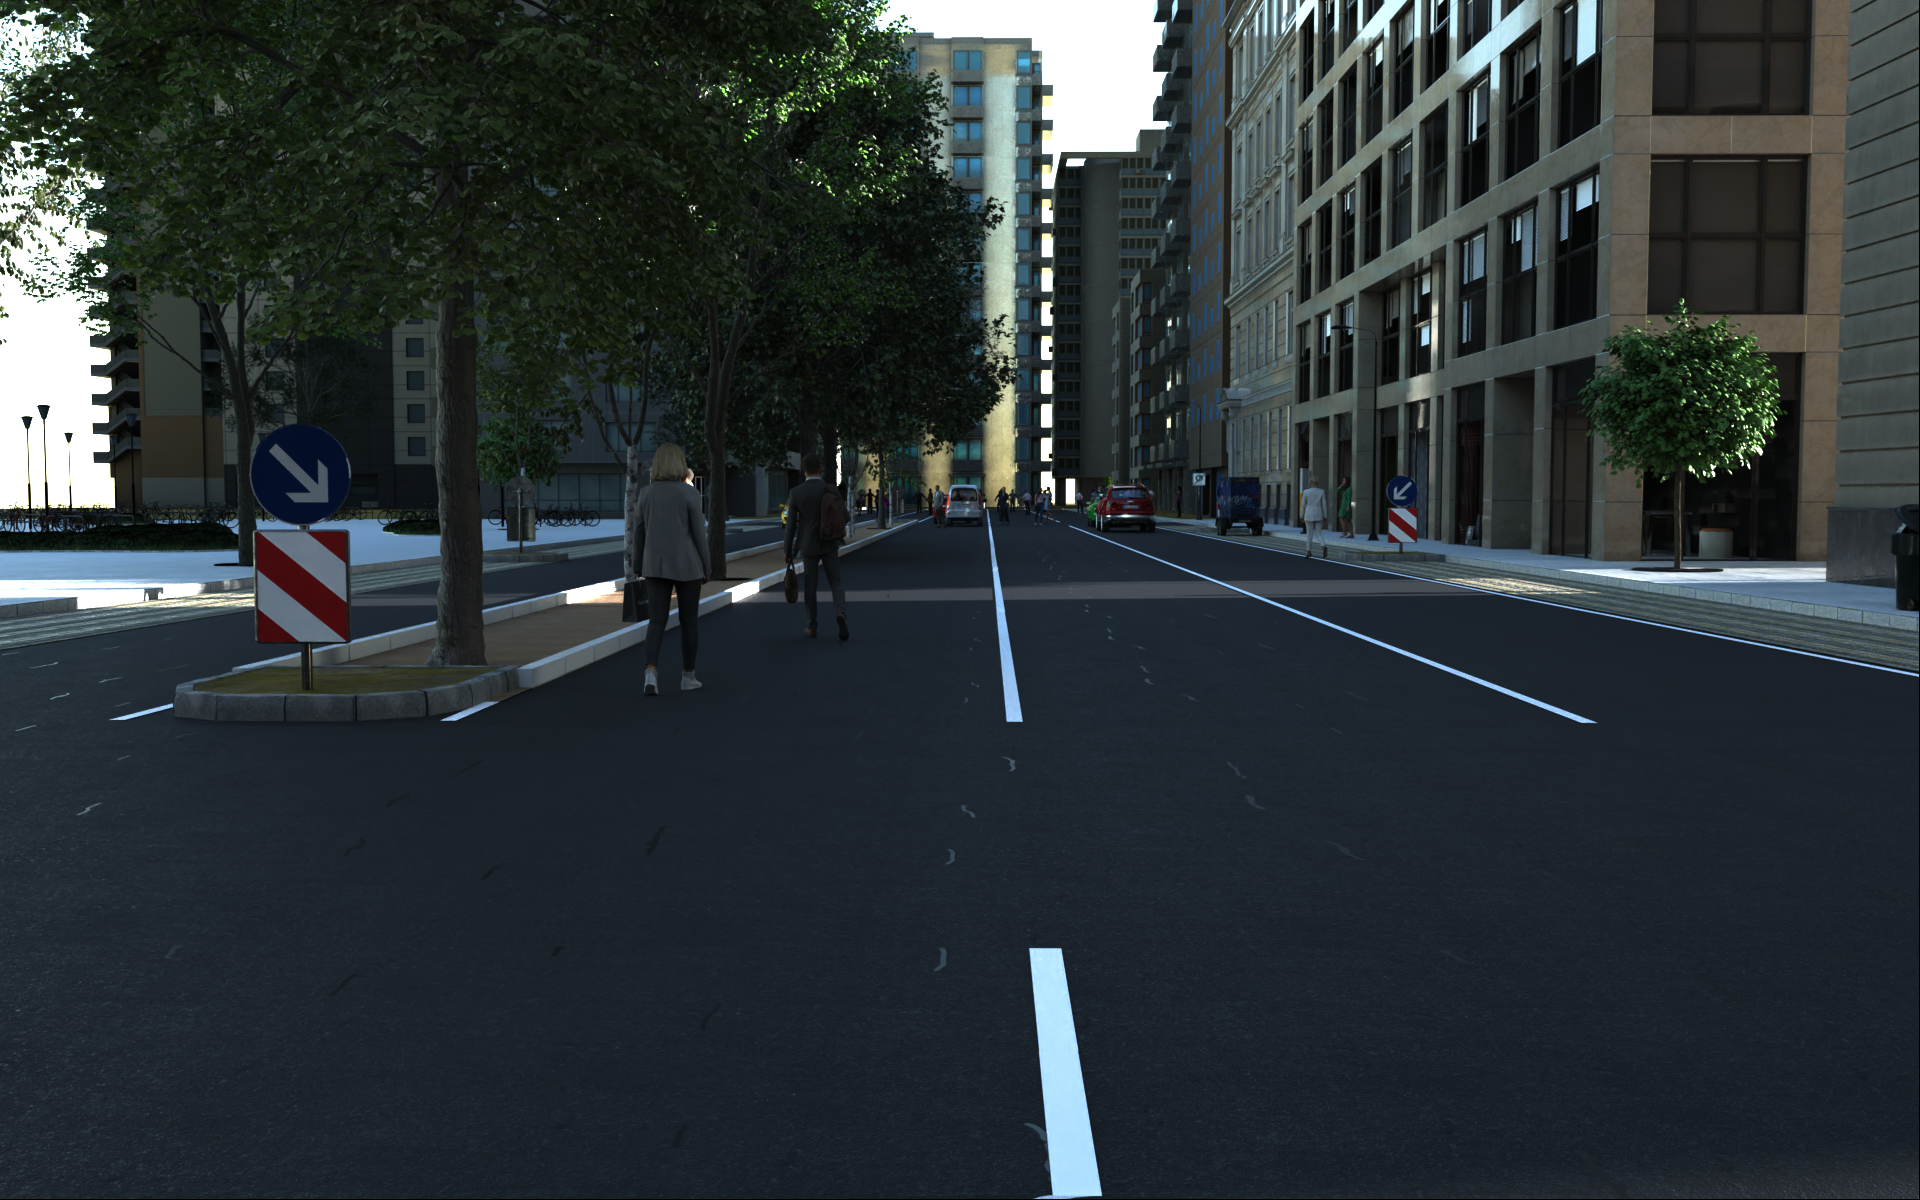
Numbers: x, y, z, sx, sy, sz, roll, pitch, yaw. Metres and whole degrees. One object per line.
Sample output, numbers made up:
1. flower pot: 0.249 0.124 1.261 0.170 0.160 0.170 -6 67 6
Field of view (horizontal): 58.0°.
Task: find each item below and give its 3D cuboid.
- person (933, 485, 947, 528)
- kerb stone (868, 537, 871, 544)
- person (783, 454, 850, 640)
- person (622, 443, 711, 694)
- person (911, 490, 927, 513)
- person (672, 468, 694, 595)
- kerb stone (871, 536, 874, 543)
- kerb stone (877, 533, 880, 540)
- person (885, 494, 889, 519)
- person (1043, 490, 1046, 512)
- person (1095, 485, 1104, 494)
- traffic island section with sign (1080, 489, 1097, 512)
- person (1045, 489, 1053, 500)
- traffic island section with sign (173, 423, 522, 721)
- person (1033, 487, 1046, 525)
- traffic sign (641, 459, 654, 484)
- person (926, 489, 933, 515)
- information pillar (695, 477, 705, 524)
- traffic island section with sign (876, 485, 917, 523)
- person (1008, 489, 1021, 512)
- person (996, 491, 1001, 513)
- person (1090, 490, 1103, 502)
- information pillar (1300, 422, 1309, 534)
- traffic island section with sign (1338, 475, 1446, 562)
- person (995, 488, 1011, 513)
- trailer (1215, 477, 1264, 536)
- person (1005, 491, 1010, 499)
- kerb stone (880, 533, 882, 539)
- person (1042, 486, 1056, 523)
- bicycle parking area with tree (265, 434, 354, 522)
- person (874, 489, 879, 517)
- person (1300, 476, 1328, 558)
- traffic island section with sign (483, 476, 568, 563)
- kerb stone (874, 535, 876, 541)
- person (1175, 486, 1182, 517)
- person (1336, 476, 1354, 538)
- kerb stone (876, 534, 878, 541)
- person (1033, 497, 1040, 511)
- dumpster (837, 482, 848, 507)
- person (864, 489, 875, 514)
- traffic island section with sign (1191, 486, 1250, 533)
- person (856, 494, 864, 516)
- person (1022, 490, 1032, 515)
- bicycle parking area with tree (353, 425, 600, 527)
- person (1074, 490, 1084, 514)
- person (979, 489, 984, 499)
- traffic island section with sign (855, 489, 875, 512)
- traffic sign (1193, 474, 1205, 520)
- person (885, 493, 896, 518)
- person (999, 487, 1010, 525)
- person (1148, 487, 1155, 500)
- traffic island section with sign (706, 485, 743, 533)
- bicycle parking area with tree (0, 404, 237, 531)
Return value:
1. person: -0.914 -3.990 73.857 0.709 1.813 0.853 3 5 40
2. kerb stone: -2.677 -1.645 49.118 0.120 0.150 1.000 0 4 1
3. person: -1.411 -0.530 17.129 0.622 1.834 0.822 -1 4 -18
4. person: -2.163 -0.234 12.510 0.709 1.800 0.728 1 4 12
5. person: -3.055 -7.411 129.693 1.348 1.821 0.705 1 4 21
6. person: -3.937 -0.973 24.585 0.473 1.802 0.592 1 4 11
7. kerb stone: -2.657 -1.709 50.143 0.120 0.150 1.000 0 4 1
8. kerb stone: -2.612 -1.897 53.218 0.120 0.150 1.000 0 4 1
9. person: -4.055 -5.219 97.046 0.599 1.433 0.991 3 5 41
10. person: 6.808 -7.832 137.072 0.721 1.766 1.217 2 4 27
11. person: 7.039 -4.845 87.082 0.474 1.900 0.648 1 4 23
12. traffic island section with sign: 10.785 -8.116 141.329 1.989 1.847 2.006 0 4 1
13. person: 6.925 -8.032 139.831 1.348 1.822 0.705 3 5 43
14. traffic island section with sign: -4.257 -0.228 11.867 2.006 1.907 1.989 0 4 1
15. person: 3.620 -4.303 79.440 0.593 1.750 0.643 0 4 0
16. traffic sign: -11.097 -3.803 62.289 0.768 2.556 0.104 0 4 4
17. person: -2.053 -6.727 118.577 0.705 1.812 1.348 -1 4 -17
18. information pillar: -10.934 -4.186 72.925 0.304 2.012 0.304 1 4 20
19. traffic island section with sign: -3.165 -4.823 86.998 2.006 1.907 1.989 0 4 1
20. person: 4.185 -7.914 137.973 1.350 1.814 0.705 0 4 -1
21. person: 3.061 -7.625 134.113 0.436 1.711 0.756 -1 4 -22
22. person: 8.177 -5.604 100.138 1.348 1.822 0.705 0 4 8
23. information pillar: 11.106 -3.942 55.805 0.183 3.616 0.504 3 4 36
24. traffic island section with sign: 9.266 -1.762 37.431 1.989 1.847 2.006 0 4 1
25. person: 2.779 -6.479 114.562 1.348 1.807 0.705 3 5 40
26. trailer: 9.613 -3.254 60.252 1.471 1.999 3.904 0 4 1
27. person: 4.094 -9.182 158.713 1.348 1.812 0.705 -3 5 -43
28. kerb stone: -2.604 -1.960 54.240 0.120 0.150 1.000 0 4 1
29. person: 4.458 -4.744 86.163 0.778 1.811 0.616 2 4 32
30. bicycle parking area with tree: -32.959 -5.941 84.136 9.016 4.147 8.231 1 4 14
31. person: -5.270 -6.106 109.048 0.721 1.735 1.217 -1 4 -11
32. person: 7.851 -1.829 38.285 0.514 1.842 0.818 -1 4 -16
33. traffic island section with sign: -9.466 -1.732 36.952 1.989 1.847 2.006 0 4 1
34. kerb stone: -2.652 -1.772 51.170 0.120 0.150 1.000 0 4 1
35. person: 12.046 -5.450 95.837 0.721 1.739 1.217 1 4 15
36. person: 11.253 -2.695 50.349 0.529 1.795 0.600 -1 4 -15
37. kerb stone: -2.630 -1.825 52.196 0.120 0.150 1.000 0 4 1
38. person: 6.561 -8.367 146.087 0.721 1.735 1.217 3 5 41
39. dumpster: -8.542 -6.791 115.982 1.985 2.255 1.502 0 4 1
40. person: -6.438 -7.087 124.332 1.348 1.831 0.705 1 4 23
41. traffic island section with sign: 9.654 -3.410 64.384 1.989 1.847 2.006 0 4 1
42. person: -6.504 -6.215 113.351 0.421 1.427 0.697 -3 4 -39
43. person: 4.540 -6.647 118.109 0.756 1.711 0.436 -1 4 -20
44. bicycle parking area with tree: -19.217 -5.088 70.186 9.016 4.147 8.231 -1 4 -12
45. person: 8.762 -7.176 126.768 0.436 1.711 0.756 -3 5 -42
46. person: 1.472 -7.462 130.520 0.705 1.822 1.348 -3 4 -36
47. traffic island section with sign: -7.944 -8.096 140.993 1.989 1.847 2.006 0 4 1
48. traffic sign: 11.683 -5.048 84.665 0.606 2.300 0.079 0 4 5
49. person: -3.895 -5.475 98.694 1.217 1.739 0.721 3 5 43
50. person: 2.058 -4.414 81.097 0.576 1.772 0.534 2 4 25
51. person: 12.144 -6.354 110.866 0.756 1.711 0.436 -1 4 -23
52. traffic island section with sign: -9.068 -3.381 63.905 1.989 1.847 2.006 0 4 1
53. bicycle parking area with tree: -31.757 -4.636 62.806 8.231 4.147 9.016 3 4 36
